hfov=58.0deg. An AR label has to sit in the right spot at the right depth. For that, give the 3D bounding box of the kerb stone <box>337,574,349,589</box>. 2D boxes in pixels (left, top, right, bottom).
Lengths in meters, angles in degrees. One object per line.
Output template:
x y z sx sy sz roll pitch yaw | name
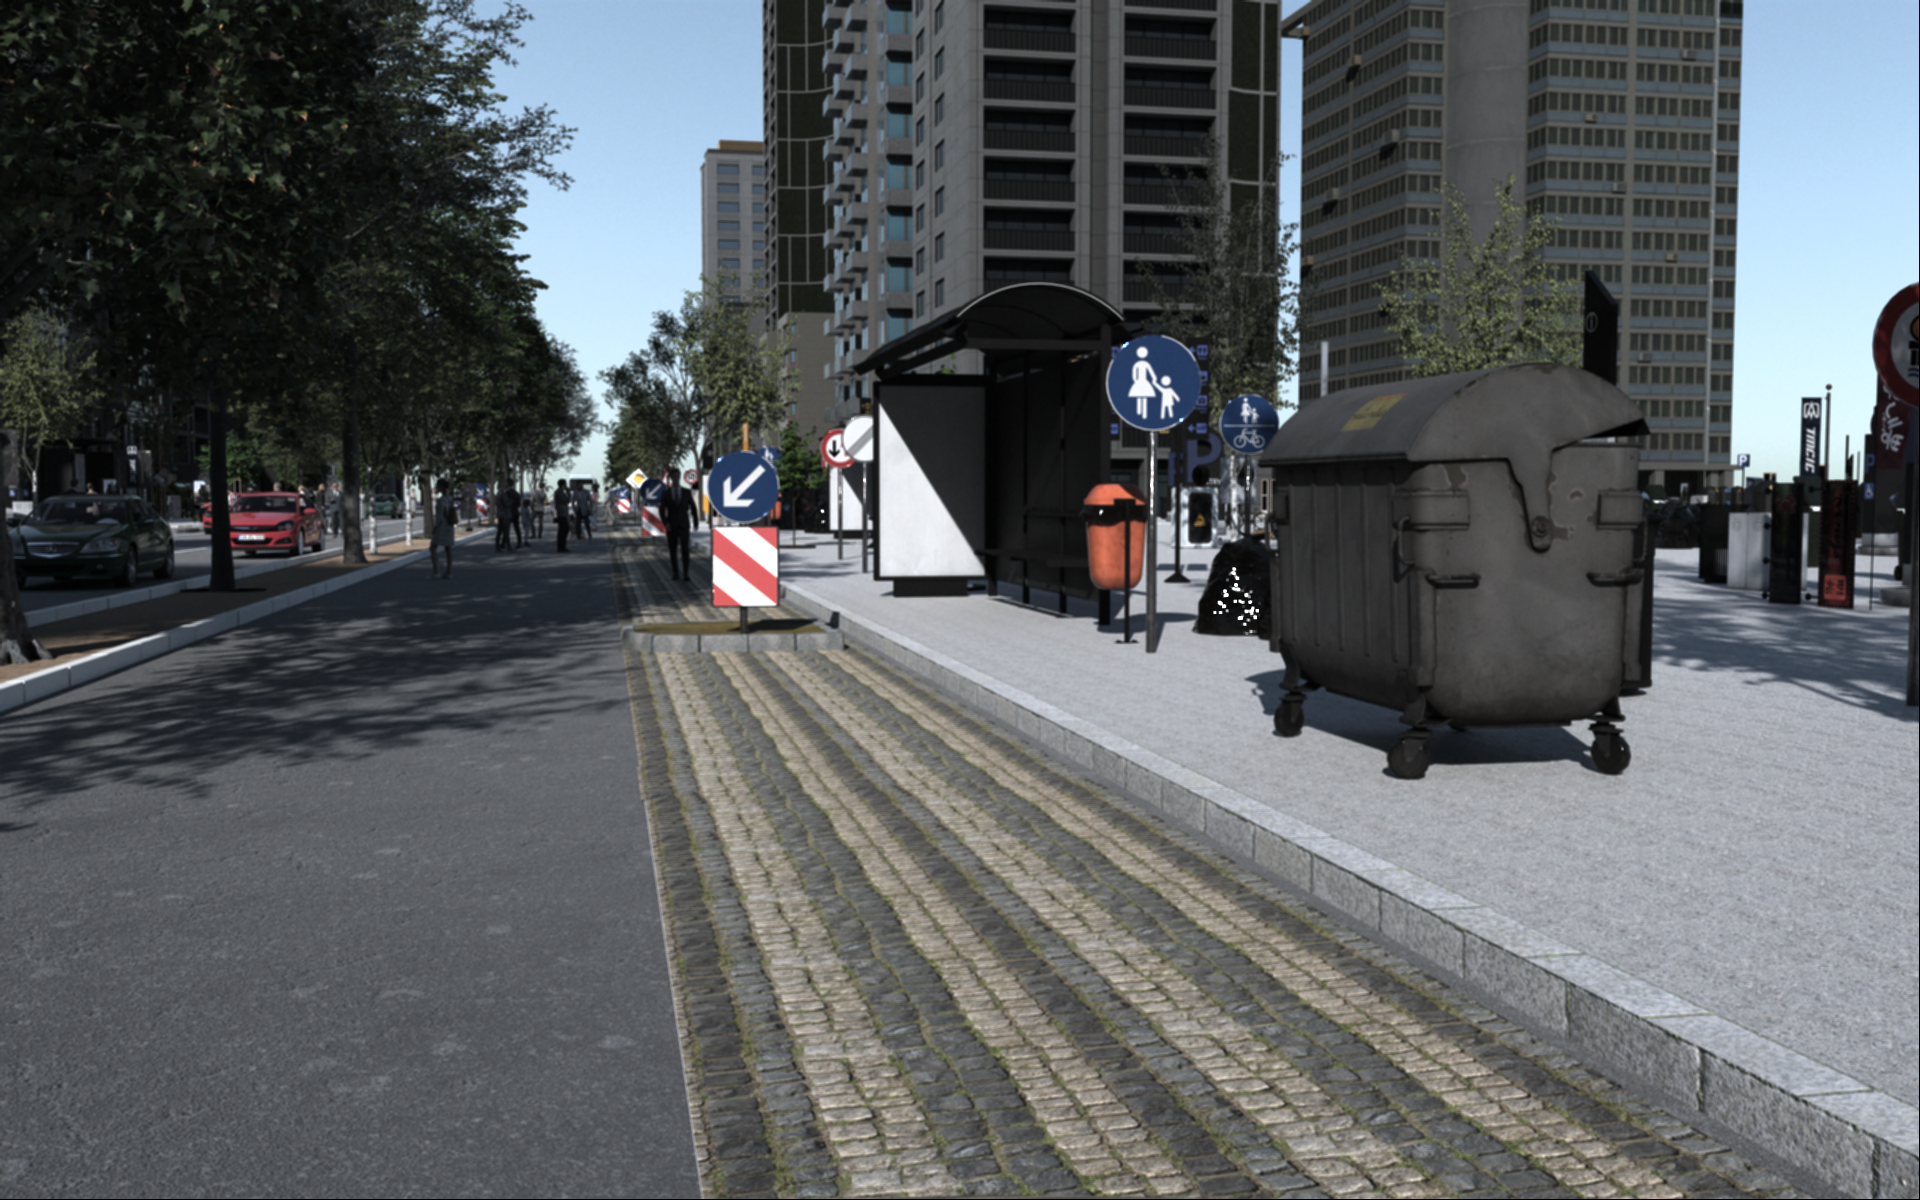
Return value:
-9.493 -0.257 26.403 0.120 0.150 1.000 -1 4 -12 | kerb stone

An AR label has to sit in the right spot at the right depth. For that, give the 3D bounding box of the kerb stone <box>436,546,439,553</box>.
-12.624 -1.177 41.435 0.120 0.150 1.000 -1 4 -12 | kerb stone

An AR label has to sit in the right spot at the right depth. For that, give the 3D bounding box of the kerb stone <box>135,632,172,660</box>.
-7.203 0.418 15.362 0.120 0.150 1.000 -1 4 -12 | kerb stone

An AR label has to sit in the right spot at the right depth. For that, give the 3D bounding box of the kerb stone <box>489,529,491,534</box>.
-16.579 -2.343 60.503 0.120 0.150 1.000 -1 4 -12 | kerb stone

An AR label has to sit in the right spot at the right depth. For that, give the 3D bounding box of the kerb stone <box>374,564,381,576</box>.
-10.329 -0.502 30.410 0.120 0.150 1.000 -1 4 -12 | kerb stone

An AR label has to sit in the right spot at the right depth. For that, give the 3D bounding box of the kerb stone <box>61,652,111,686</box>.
-6.778 0.542 13.362 0.120 0.150 1.000 -1 4 -12 | kerb stone

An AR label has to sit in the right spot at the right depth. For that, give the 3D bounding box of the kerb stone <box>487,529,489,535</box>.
-16.365 -2.282 59.501 0.120 0.150 1.000 -1 4 -12 | kerb stone

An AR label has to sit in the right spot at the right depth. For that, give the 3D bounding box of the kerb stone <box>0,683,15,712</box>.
-6.368 0.666 11.356 0.120 0.150 1.000 -1 4 -12 | kerb stone

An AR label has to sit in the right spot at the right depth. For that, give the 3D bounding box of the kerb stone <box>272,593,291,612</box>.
-8.448 0.050 21.382 0.120 0.150 1.000 -1 4 -12 | kerb stone

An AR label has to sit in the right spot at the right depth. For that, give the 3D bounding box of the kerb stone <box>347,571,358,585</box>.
-9.699 -0.317 27.409 0.120 0.150 1.000 -1 4 -12 | kerb stone

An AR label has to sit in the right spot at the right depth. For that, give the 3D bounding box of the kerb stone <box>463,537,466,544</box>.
-14.287 -1.667 49.458 0.120 0.150 1.000 -1 4 -12 | kerb stone

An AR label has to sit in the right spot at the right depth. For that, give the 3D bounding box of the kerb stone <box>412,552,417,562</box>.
-11.579 -0.870 36.421 0.120 0.150 1.000 -1 4 -12 | kerb stone

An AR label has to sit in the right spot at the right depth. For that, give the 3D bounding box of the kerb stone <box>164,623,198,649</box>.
-7.409 0.357 16.365 0.120 0.150 1.000 -1 4 -12 | kerb stone

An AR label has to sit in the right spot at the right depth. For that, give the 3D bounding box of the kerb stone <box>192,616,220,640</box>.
-7.617 0.295 17.366 0.120 0.150 1.000 -1 4 -12 | kerb stone

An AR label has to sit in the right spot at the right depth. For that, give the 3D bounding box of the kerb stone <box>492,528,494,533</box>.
-16.995 -2.466 62.511 0.120 0.150 1.000 -1 4 -12 | kerb stone

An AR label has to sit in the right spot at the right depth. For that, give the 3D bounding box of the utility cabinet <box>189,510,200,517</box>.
-41.921 -5.320 95.663 1.173 1.500 0.318 0 4 -3 | utility cabinet

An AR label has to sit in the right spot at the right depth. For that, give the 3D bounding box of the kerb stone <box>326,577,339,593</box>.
-9.280 -0.196 25.399 0.120 0.150 1.000 -1 4 -12 | kerb stone

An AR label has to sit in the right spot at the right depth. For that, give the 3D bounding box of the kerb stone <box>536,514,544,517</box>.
-27.950 -5.689 115.242 0.120 0.150 1.000 -1 4 -12 | kerb stone

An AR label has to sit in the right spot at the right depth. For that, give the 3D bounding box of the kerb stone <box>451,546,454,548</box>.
-13.449 -1.419 45.446 0.120 0.150 1.000 -1 4 -12 | kerb stone

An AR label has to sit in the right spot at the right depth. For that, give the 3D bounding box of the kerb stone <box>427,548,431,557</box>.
-12.198 -1.051 39.430 0.120 0.150 1.000 -1 4 -12 | kerb stone

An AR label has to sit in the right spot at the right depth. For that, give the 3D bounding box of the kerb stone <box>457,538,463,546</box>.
-14.075 -1.604 48.456 0.120 0.150 1.000 -1 4 -12 | kerb stone

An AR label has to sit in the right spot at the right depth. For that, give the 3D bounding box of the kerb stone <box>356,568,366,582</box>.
-9.911 -0.380 28.409 0.120 0.150 1.000 -1 4 -12 | kerb stone

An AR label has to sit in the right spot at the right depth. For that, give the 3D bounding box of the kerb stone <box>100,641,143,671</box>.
-6.993 0.479 14.362 0.120 0.150 1.000 -1 4 -12 | kerb stone

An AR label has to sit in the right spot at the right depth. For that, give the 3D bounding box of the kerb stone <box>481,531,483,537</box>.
-15.751 -2.097 56.495 0.120 0.150 1.000 -1 4 -12 | kerb stone

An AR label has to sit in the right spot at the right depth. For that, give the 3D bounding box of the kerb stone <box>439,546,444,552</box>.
-12.825 -1.238 42.437 0.120 0.150 1.000 -1 4 -12 | kerb stone

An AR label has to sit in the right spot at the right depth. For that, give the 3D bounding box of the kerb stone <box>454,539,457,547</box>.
-13.653 -1.483 46.447 0.120 0.150 1.000 -1 4 -12 | kerb stone

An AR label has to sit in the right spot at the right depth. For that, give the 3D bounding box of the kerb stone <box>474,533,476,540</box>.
-15.121 -1.913 53.470 0.120 0.150 1.000 -1 4 -12 | kerb stone

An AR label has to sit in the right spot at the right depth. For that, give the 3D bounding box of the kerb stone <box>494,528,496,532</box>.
-17.205 -2.527 63.515 0.120 0.150 1.000 -1 4 -12 | kerb stone

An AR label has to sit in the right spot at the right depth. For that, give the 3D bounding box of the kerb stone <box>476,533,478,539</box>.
-15.330 -1.974 54.474 0.120 0.150 1.000 -1 4 -12 | kerb stone

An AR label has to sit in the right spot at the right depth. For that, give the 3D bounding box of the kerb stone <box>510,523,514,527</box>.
-20.654 -3.540 80.145 0.120 0.150 1.000 -1 4 -12 | kerb stone

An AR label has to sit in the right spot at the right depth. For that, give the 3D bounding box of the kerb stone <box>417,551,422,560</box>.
-11.784 -0.931 37.422 0.120 0.150 1.000 -1 4 -12 | kerb stone

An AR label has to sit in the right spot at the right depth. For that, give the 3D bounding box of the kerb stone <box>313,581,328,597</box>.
-9.077 -0.134 24.389 0.120 0.150 1.000 -1 4 -12 | kerb stone

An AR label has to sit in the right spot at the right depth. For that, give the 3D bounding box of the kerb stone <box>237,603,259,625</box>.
-8.028 0.173 19.373 0.120 0.150 1.000 -1 4 -12 | kerb stone

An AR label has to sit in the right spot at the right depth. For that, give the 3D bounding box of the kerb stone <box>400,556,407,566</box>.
-11.162 -0.745 34.418 0.120 0.150 1.000 -1 4 -12 | kerb stone

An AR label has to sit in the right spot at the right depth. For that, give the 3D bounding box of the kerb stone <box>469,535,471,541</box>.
-14.699 -1.781 51.462 0.120 0.150 1.000 -1 4 -12 | kerb stone

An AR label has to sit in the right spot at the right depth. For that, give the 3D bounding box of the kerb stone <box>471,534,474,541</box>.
-14.912 -1.852 52.469 0.120 0.150 1.000 -1 4 -12 | kerb stone

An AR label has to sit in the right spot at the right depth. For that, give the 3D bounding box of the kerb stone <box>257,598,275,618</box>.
-8.244 0.115 20.380 0.120 0.150 1.000 -1 4 -12 | kerb stone

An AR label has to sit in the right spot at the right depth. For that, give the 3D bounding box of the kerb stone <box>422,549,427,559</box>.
-11.996 -0.993 38.425 0.120 0.150 1.000 -1 4 -12 | kerb stone

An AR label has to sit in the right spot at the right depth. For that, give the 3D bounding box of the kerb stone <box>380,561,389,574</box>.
-10.531 -0.564 31.415 0.120 0.150 1.000 -1 4 -12 | kerb stone

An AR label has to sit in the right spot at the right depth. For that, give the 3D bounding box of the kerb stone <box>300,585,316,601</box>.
-8.875 -0.071 23.384 0.120 0.150 1.000 -1 4 -12 | kerb stone

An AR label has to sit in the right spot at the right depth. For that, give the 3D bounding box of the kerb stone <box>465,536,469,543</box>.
-14.491 -1.728 50.460 0.120 0.150 1.000 -1 4 -12 | kerb stone

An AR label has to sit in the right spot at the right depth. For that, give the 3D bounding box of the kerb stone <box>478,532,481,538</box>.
-15.531 -2.036 55.477 0.120 0.150 1.000 -1 4 -12 | kerb stone

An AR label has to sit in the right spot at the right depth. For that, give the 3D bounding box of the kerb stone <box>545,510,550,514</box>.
-30.879 -6.550 129.292 0.120 0.150 1.000 -1 4 -12 | kerb stone

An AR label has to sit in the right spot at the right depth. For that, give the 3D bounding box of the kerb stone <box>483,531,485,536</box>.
-15.956 -2.159 57.498 0.120 0.150 1.000 -1 4 -12 | kerb stone

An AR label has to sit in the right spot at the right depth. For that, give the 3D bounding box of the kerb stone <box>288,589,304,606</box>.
-8.655 -0.011 22.383 0.120 0.150 1.000 -1 4 -12 | kerb stone

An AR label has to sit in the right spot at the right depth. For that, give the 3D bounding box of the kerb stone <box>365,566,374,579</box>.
-10.117 -0.441 29.410 0.120 0.150 1.000 -1 4 -12 | kerb stone

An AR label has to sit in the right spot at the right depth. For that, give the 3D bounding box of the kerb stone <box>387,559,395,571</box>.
-10.740 -0.625 32.416 0.120 0.150 1.000 -1 4 -12 | kerb stone

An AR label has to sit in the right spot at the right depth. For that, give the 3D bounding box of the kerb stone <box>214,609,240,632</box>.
-7.828 0.234 18.366 0.120 0.150 1.000 -1 4 -12 | kerb stone

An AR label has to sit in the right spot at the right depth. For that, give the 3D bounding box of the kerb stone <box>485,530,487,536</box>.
-16.168 -2.220 58.498 0.120 0.150 1.000 -1 4 -12 | kerb stone

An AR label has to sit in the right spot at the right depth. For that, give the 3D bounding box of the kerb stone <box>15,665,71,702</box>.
-6.574 0.603 12.357 0.120 0.150 1.000 -1 4 -12 | kerb stone

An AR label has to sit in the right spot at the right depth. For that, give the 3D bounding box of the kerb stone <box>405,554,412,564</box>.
-11.368 -0.807 35.419 0.120 0.150 1.000 -1 4 -12 | kerb stone

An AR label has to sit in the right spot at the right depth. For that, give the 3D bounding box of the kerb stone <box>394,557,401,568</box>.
-10.952 -0.686 33.417 0.120 0.150 1.000 -1 4 -12 | kerb stone
